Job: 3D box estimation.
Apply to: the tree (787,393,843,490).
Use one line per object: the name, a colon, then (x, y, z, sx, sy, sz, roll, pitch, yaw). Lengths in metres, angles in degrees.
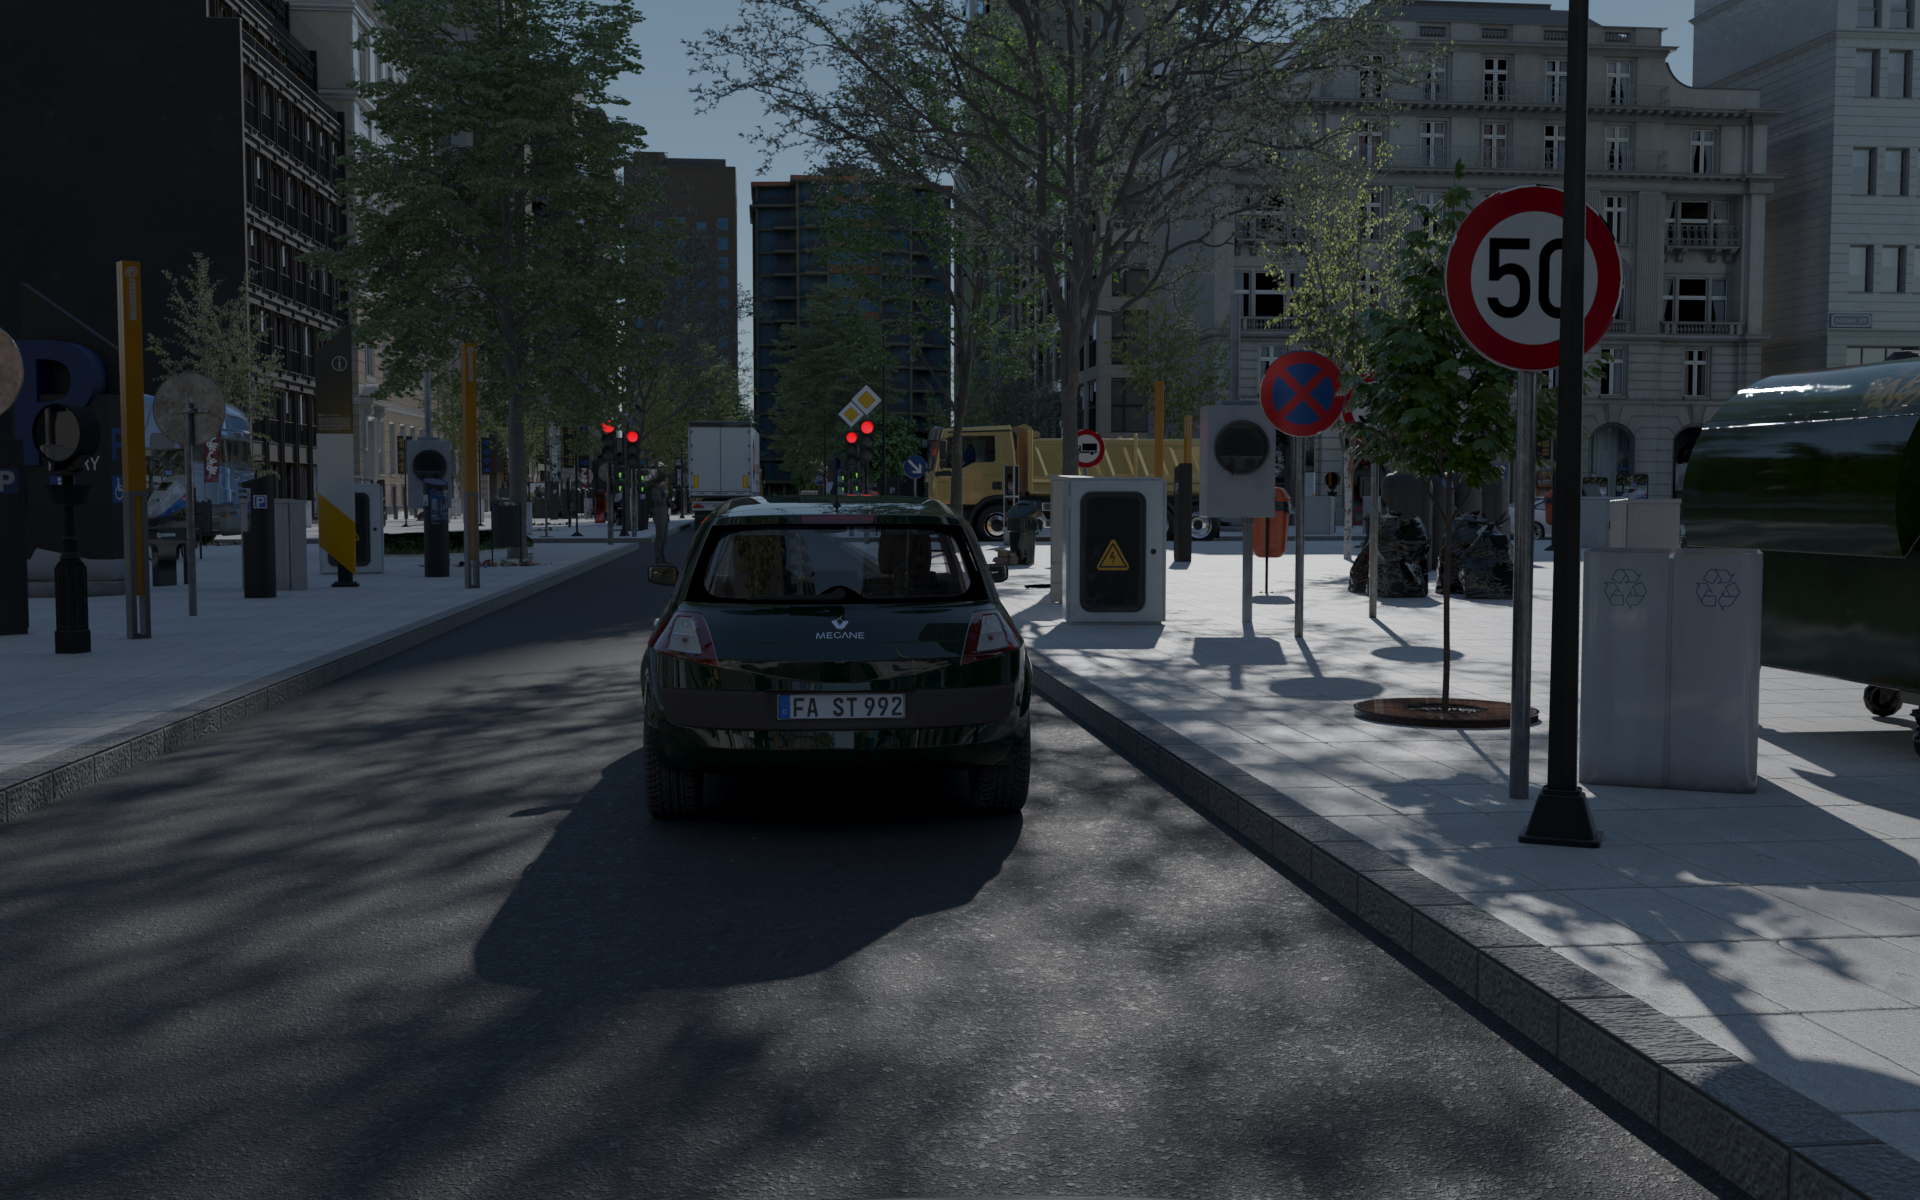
tree: (-9.633, -10.368, 119.875, 4.737, 8.622, 4.395, 0, 3, 0)

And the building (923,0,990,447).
building: (8.695, -52.689, 174.134, 22.319, 86.520, 31.000, 0, 4, -6)

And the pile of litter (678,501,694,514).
pile of litter: (-17.770, -5.996, 111.995, 1.176, 0.858, 1.719, -1, 4, -9)

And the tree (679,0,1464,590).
tree: (1.525, -6.894, 23.089, 12.009, 13.543, 11.850, 0, 3, 0)

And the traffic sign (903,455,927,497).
traffic sign: (-1.467, -3.457, 56.621, 0.768, 2.556, 0.104, 0, 4, 0)

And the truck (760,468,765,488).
truck: (-20.923, -11.167, 172.343, 2.967, 4.110, 18.799, 0, 4, -6)

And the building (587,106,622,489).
building: (-58.135, -39.439, 234.070, 27.495, 52.752, 28.713, 0, 4, -6)

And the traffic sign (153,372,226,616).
traffic sign: (-8.084, -1.105, 18.177, 0.768, 2.556, 0.104, 0, 4, 0)

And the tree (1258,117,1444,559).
tree: (7.659, -5.092, 33.613, 4.360, 8.622, 3.978, 0, 3, 0)

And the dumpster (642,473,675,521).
dumpster: (-13.852, -4.694, 79.242, 1.502, 2.255, 1.985, 0, 4, -6)

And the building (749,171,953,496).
building: (-15.597, -35.535, 235.618, 28.867, 44.769, 22.147, 0, 4, -6)

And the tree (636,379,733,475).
tree: (-19.578, -11.728, 126.158, 8.767, 10.594, 7.601, -1, 4, -20)

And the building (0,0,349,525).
building: (-33.163, -14.729, 70.503, 12.332, 23.373, 15.834, 0, 4, -6)

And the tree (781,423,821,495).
tree: (-14.813, -12.836, 160.236, 4.360, 8.622, 3.978, 0, 3, 0)

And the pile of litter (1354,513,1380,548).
pile of litter: (10.021, -1.662, 41.137, 1.176, 0.858, 1.719, 0, 4, -4)

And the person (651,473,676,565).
person: (-5.881, -1.603, 34.516, 0.447, 1.846, 0.655, 0, 4, 5)

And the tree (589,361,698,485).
tree: (-15.127, -8.290, 85.910, 4.737, 8.622, 4.395, 0, 3, 0)

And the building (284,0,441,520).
building: (-34.884, -18.489, 88.201, 13.634, 28.700, 20.117, 0, 4, -6)

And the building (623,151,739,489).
building: (-36.666, -35.463, 229.922, 14.200, 45.320, 14.600, 0, 4, -6)

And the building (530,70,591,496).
building: (-46.119, -32.308, 178.342, 14.200, 45.320, 14.600, 0, 4, -6)

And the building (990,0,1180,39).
building: (9.116, -27.807, 138.246, 14.154, 41.232, 14.086, 0, 4, -6)

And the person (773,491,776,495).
person: (-19.746, -10.668, 183.714, 1.217, 1.735, 0.721, 3, 4, 37)

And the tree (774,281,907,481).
tree: (-6.569, -10.681, 92.759, 7.486, 12.596, 7.792, 0, 3, 0)

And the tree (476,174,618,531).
tree: (-11.514, -9.155, 60.052, 12.009, 13.543, 11.850, 0, 3, 0)

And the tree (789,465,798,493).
tree: (-12.039, -9.478, 138.686, 4.285, 4.588, 4.351, 0, 3, 0)

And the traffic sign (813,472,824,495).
traffic sign: (-7.991, -6.019, 98.513, 0.768, 2.556, 0.104, 0, 4, -5)

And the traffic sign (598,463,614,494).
traffic sign: (-14.364, -4.318, 70.704, 0.768, 2.556, 0.104, 0, 4, -5)

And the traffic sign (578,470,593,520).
traffic sign: (-18.796, -5.312, 86.957, 0.768, 2.556, 0.104, 0, 4, 0)

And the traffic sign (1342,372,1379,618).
traffic sign: (4.282, -1.088, 17.890, 0.768, 2.556, 0.104, 0, 4, -6)

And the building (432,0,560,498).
building: (-45.246, -43.325, 146.609, 20.563, 71.187, 20.611, 0, 4, -6)

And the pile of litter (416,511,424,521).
pile of litter: (-25.297, -4.225, 83.048, 1.719, 0.858, 1.176, -2, 4, -31)

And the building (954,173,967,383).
building: (10.058, -37.557, 237.753, 21.600, 48.544, 21.300, 0, 4, -6)

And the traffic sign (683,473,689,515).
traffic sign: (-16.655, -6.389, 104.558, 0.768, 2.556, 0.104, 0, 4, -6)

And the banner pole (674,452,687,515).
banner pole: (-16.697, -6.969, 103.960, 0.863, 3.779, 0.401, -1, 4, -13)

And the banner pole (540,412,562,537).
banner pole: (-12.072, -3.739, 51.149, 0.863, 3.779, 0.401, 2, 4, 32)

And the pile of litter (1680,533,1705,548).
pile of litter: (10.138, -0.638, 24.397, 1.719, 0.858, 1.176, -1, 4, -13)

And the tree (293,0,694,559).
tree: (-9.178, -7.112, 34.402, 7.486, 12.596, 7.792, 0, 3, 0)

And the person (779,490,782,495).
person: (-16.810, -9.449, 163.008, 0.705, 1.821, 1.348, 0, 4, -7)

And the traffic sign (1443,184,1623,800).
traffic sign: (2.359, -0.436, 7.231, 0.768, 2.556, 0.104, 0, 4, -6)

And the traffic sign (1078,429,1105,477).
traffic sign: (2.465, -2.073, 34.005, 0.768, 2.556, 0.104, 0, 4, -4)

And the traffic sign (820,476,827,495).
traffic sign: (-9.019, -6.979, 114.213, 0.768, 2.556, 0.104, 0, 4, 1)

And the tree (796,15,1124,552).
tree: (0.046, -6.862, 37.954, 9.928, 11.665, 9.643, 0, 3, 0)

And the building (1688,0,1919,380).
building: (49.098, -18.290, 76.531, 29.804, 29.767, 11.434, 0, 4, -6)

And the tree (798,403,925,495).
tree: (-2.897, -4.641, 59.596, 4.285, 4.588, 4.351, 0, 3, 0)

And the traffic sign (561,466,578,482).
traffic sign: (-16.870, -4.568, 74.788, 0.768, 2.556, 0.104, 0, 4, -2)

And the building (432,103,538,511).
building: (-40.219, -21.974, 130.979, 14.160, 30.474, 14.107, 0, 4, -6)

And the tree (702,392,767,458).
tree: (-25.882, -17.339, 190.141, 9.857, 13.997, 8.962, 0, 3, 0)

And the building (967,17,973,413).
building: (7.368, -28.673, 152.398, 14.154, 41.232, 14.086, 0, 4, -6)

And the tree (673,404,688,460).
tree: (-20.065, -12.938, 137.288, 9.928, 11.665, 9.643, 0, 3, 0)

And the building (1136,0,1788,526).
building: (20.849, -14.296, 75.543, 24.055, 21.916, 13.314, 0, 4, -6)

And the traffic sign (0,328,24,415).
traffic sign: (-7.128, -0.756, 12.468, 0.768, 2.556, 0.104, 0, 4, -4)

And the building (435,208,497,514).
building: (-37.947, -16.419, 110.250, 13.314, 21.916, 24.055, 0, 4, -6)

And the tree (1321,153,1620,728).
tree: (2.934, -0.936, 9.911, 1.663, 3.219, 1.824, 0, 3, 0)

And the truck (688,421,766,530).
truck: (-9.693, -5.109, 72.447, 2.839, 4.237, 11.283, 0, 4, -5)

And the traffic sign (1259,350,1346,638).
traffic sign: (3.036, -0.938, 15.439, 0.768, 2.556, 0.104, 0, 4, 0)

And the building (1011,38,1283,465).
building: (15.240, -18.837, 112.498, 19.350, 26.468, 34.151, 0, 4, -6)

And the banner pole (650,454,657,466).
banner pole: (-19.200, -7.256, 108.644, 0.863, 3.779, 0.401, 2, 4, 34)
